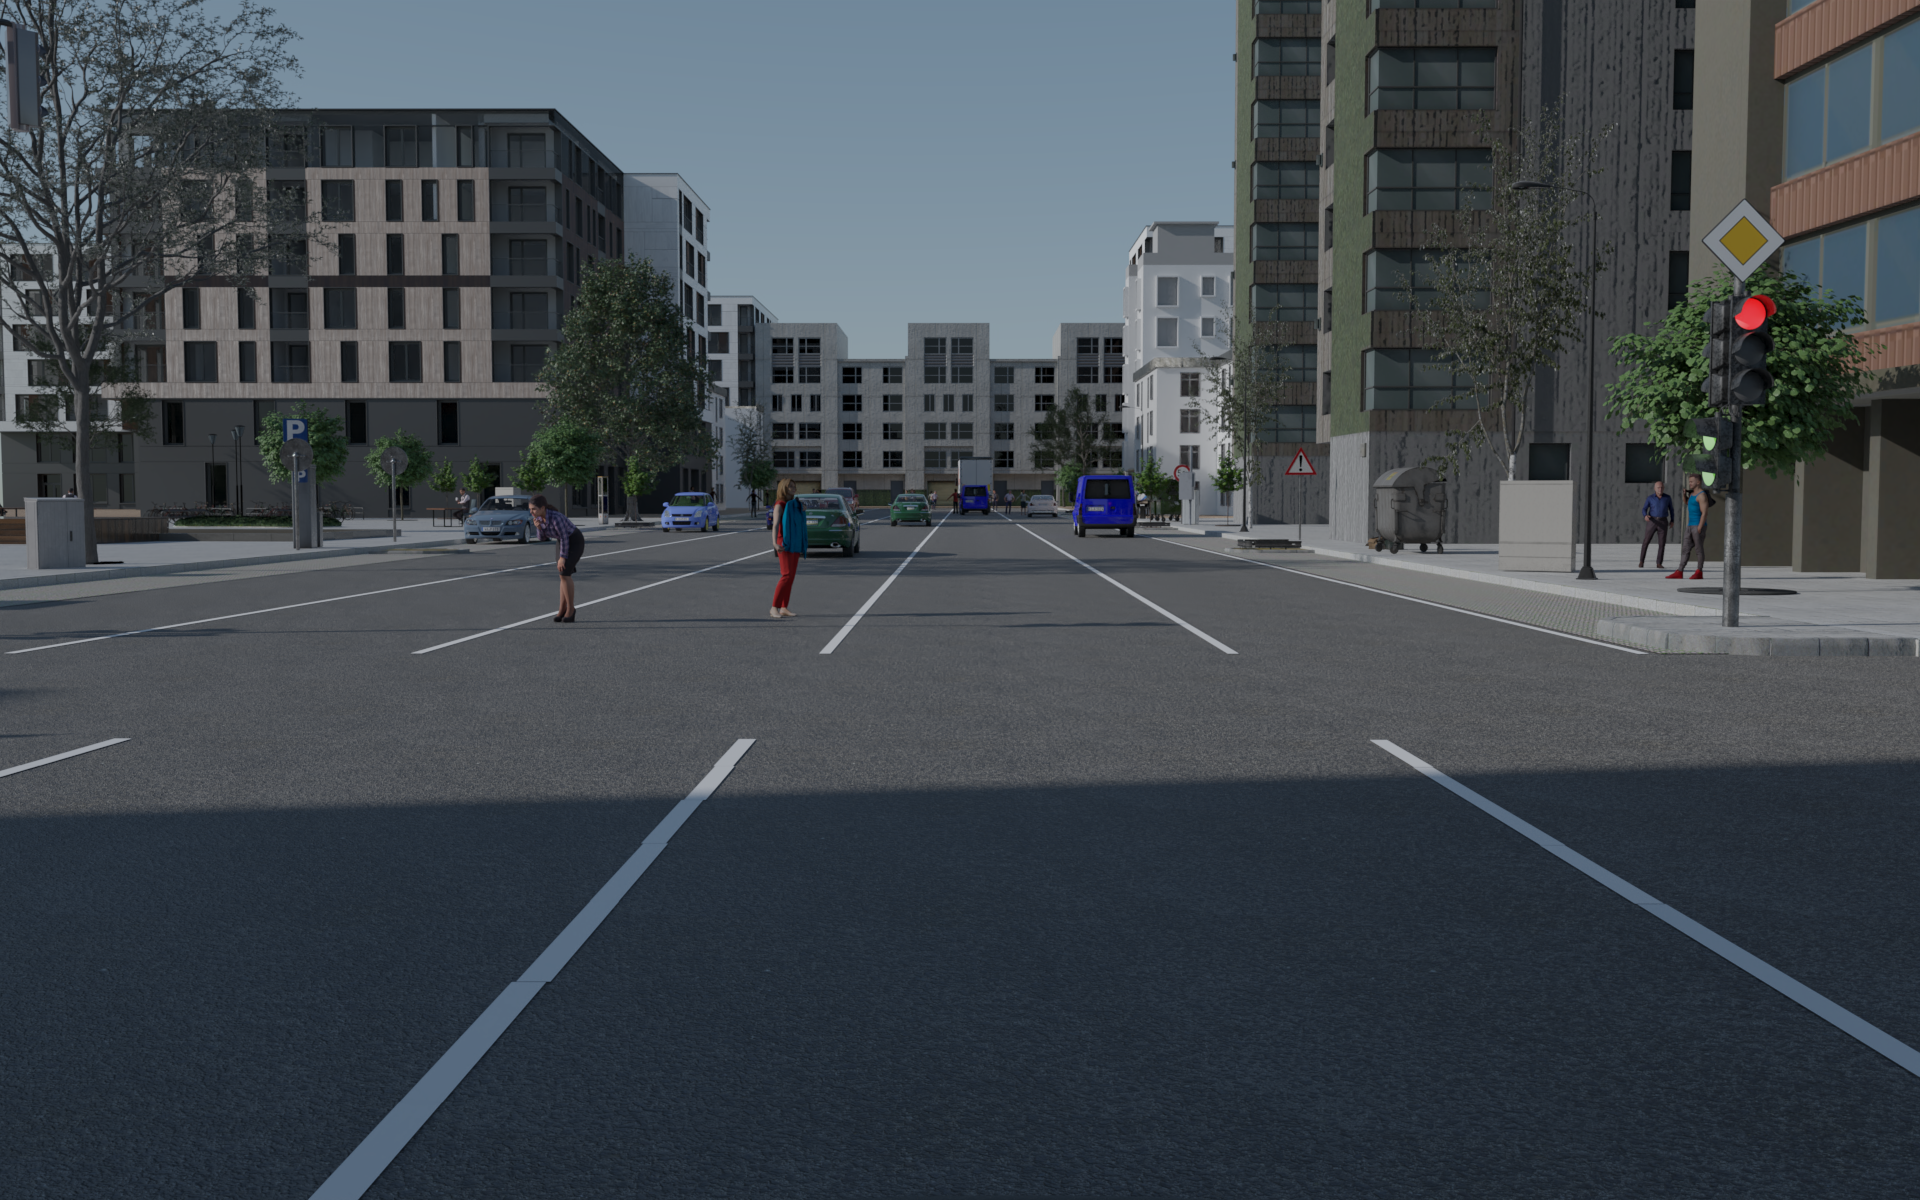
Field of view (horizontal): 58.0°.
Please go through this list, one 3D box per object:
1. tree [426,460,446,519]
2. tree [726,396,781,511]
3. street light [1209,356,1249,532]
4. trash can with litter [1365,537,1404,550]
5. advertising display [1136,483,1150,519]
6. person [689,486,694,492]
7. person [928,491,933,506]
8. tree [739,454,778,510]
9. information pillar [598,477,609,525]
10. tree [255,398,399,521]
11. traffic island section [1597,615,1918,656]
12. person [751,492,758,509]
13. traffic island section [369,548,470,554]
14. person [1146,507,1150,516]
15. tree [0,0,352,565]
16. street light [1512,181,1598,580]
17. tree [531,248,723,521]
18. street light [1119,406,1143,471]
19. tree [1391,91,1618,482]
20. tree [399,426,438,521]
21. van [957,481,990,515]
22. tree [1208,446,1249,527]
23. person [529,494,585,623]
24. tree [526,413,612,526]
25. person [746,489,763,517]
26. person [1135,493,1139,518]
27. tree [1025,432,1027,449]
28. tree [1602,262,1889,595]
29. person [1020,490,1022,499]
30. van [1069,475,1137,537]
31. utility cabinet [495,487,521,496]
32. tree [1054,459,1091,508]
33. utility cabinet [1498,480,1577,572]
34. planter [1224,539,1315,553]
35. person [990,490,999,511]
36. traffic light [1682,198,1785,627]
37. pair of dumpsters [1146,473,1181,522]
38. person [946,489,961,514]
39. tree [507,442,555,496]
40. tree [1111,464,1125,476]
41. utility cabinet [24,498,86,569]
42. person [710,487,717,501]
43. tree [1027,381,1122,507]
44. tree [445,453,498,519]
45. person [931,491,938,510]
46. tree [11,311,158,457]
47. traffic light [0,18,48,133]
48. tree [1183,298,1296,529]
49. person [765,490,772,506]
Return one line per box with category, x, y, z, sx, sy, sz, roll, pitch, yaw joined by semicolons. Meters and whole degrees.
tree;-26.116;-5.726;88.217;1.663;3.219;1.824;0;3;0
tree;-15.600;-10.933;129.112;4.360;8.622;3.978;0;3;0
street light;9.104;-5.264;58.604;1.470;5.913;1.316;0;4;0
trash can with litter;9.821;-1.750;40.007;0.624;1.170;1.055;-2;4;-35
advertising display;9.456;-5.153;89.466;0.123;1.923;0.974;-2;4;-32
person;-15.818;-5.869;102.714;0.721;1.736;1.217;2;4;35
person;-2.563;-9.268;160.822;0.721;1.735;1.217;-3;4;-39
tree;-15.844;-9.314;136.000;4.285;4.588;4.351;0;3;0
information pillar;-14.998;-4.179;72.817;0.304;2.012;0.304;3;5;43
tree;-22.356;-4.614;59.160;4.285;4.588;4.351;0;3;0
traffic island section;7.477;0.338;16.761;2.009;0.180;2.903;0;4;0
person;-18.157;-9.016;153.331;0.709;1.838;0.599;3;5;43
traffic island section;-13.020;-1.170;42.000;1.991;0.108;1.994;0;4;0
person;10.894;-5.739;100.703;0.721;1.723;1.217;3;5;44
tree;-16.082;-7.401;31.380;12.009;13.543;11.850;0;3;0
street light;8.880;-3.261;25.856;1.470;5.913;1.316;0;4;0
tree;-15.561;-10.044;81.222;9.611;12.733;9.660;0;3;0
street light;9.063;-7.252;91.109;1.470;5.913;1.316;0;4;0
tree;10.301;-5.021;32.456;4.360;8.622;3.978;0;3;0
tree;-27.068;-6.124;83.836;4.285;4.588;4.351;0;3;0
van;0.958;-7.009;118.976;2.240;2.365;5.245;0;4;-2
tree;10.549;-4.540;68.830;1.663;3.219;1.824;0;3;0
person;-4.477;-0.459;19.246;0.421;1.427;0.697;3;4;38
tree;-15.787;-5.267;69.826;4.285;4.588;4.351;0;3;0
person;-12.545;-5.892;105.655;1.217;1.723;0.721;1;4;23
person;9.673;-5.358;93.520;0.709;1.838;0.599;2;4;26
tree;9.849;-14.343;168.921;7.601;10.594;8.767;1;4;14
tree;10.198;-2.367;22.416;4.285;4.588;4.351;0;3;0
person;6.301;-10.151;174.101;0.705;1.869;1.348;-1;4;-17
van;4.873;-3.331;58.846;2.240;2.365;5.245;0;4;2
utility cabinet;-15.099;-3.014;57.958;0.318;1.500;1.173;-3;5;-44
tree;10.193;-10.515;155.627;4.285;4.588;4.351;0;3;0
utility cabinet;9.519;-1.214;28.532;1.173;1.500;0.318;2;4;33
planter;7.576;-1.320;42.729;1.991;0.319;1.994;0;4;0
person;2.840;-8.347;145.500;0.617;1.759;0.750;2;4;32
traffic light;7.437;-1.696;16.647;0.839;4.253;0.868;0;4;0
pair of dumpsters;9.796;-4.848;81.762;1.574;2.255;4.437;0;4;0
person;-0.323;-7.074;124.091;1.348;1.831;0.705;-1;4;-17
tree;-15.993;-4.302;64.936;1.663;3.219;1.824;0;3;0
tree;10.308;-7.156;111.605;1.663;3.219;1.824;0;3;0
utility cabinet;-15.634;-1.149;29.956;0.306;1.237;1.020;1;4;18
person;-17.060;-6.870;118.892;0.721;1.766;1.217;2;4;30
tree;10.152;-12.780;143.362;7.601;10.594;8.767;1;4;10
tree;-23.076;-5.371;82.417;1.663;3.219;1.824;0;3;0
person;-2.279;-9.094;158.120;0.756;1.711;0.436;-1;4;-22
tree;-43.918;-9.354;87.356;8.767;10.594;7.601;2;4;25
traffic light;-11.312;-2.573;16.738;4.771;5.953;1.251;0;4;0
tree;10.595;-6.960;64.155;4.360;8.622;3.978;0;3;0
person;-18.610;-9.852;167.954;0.721;1.723;1.217;1;4;22
